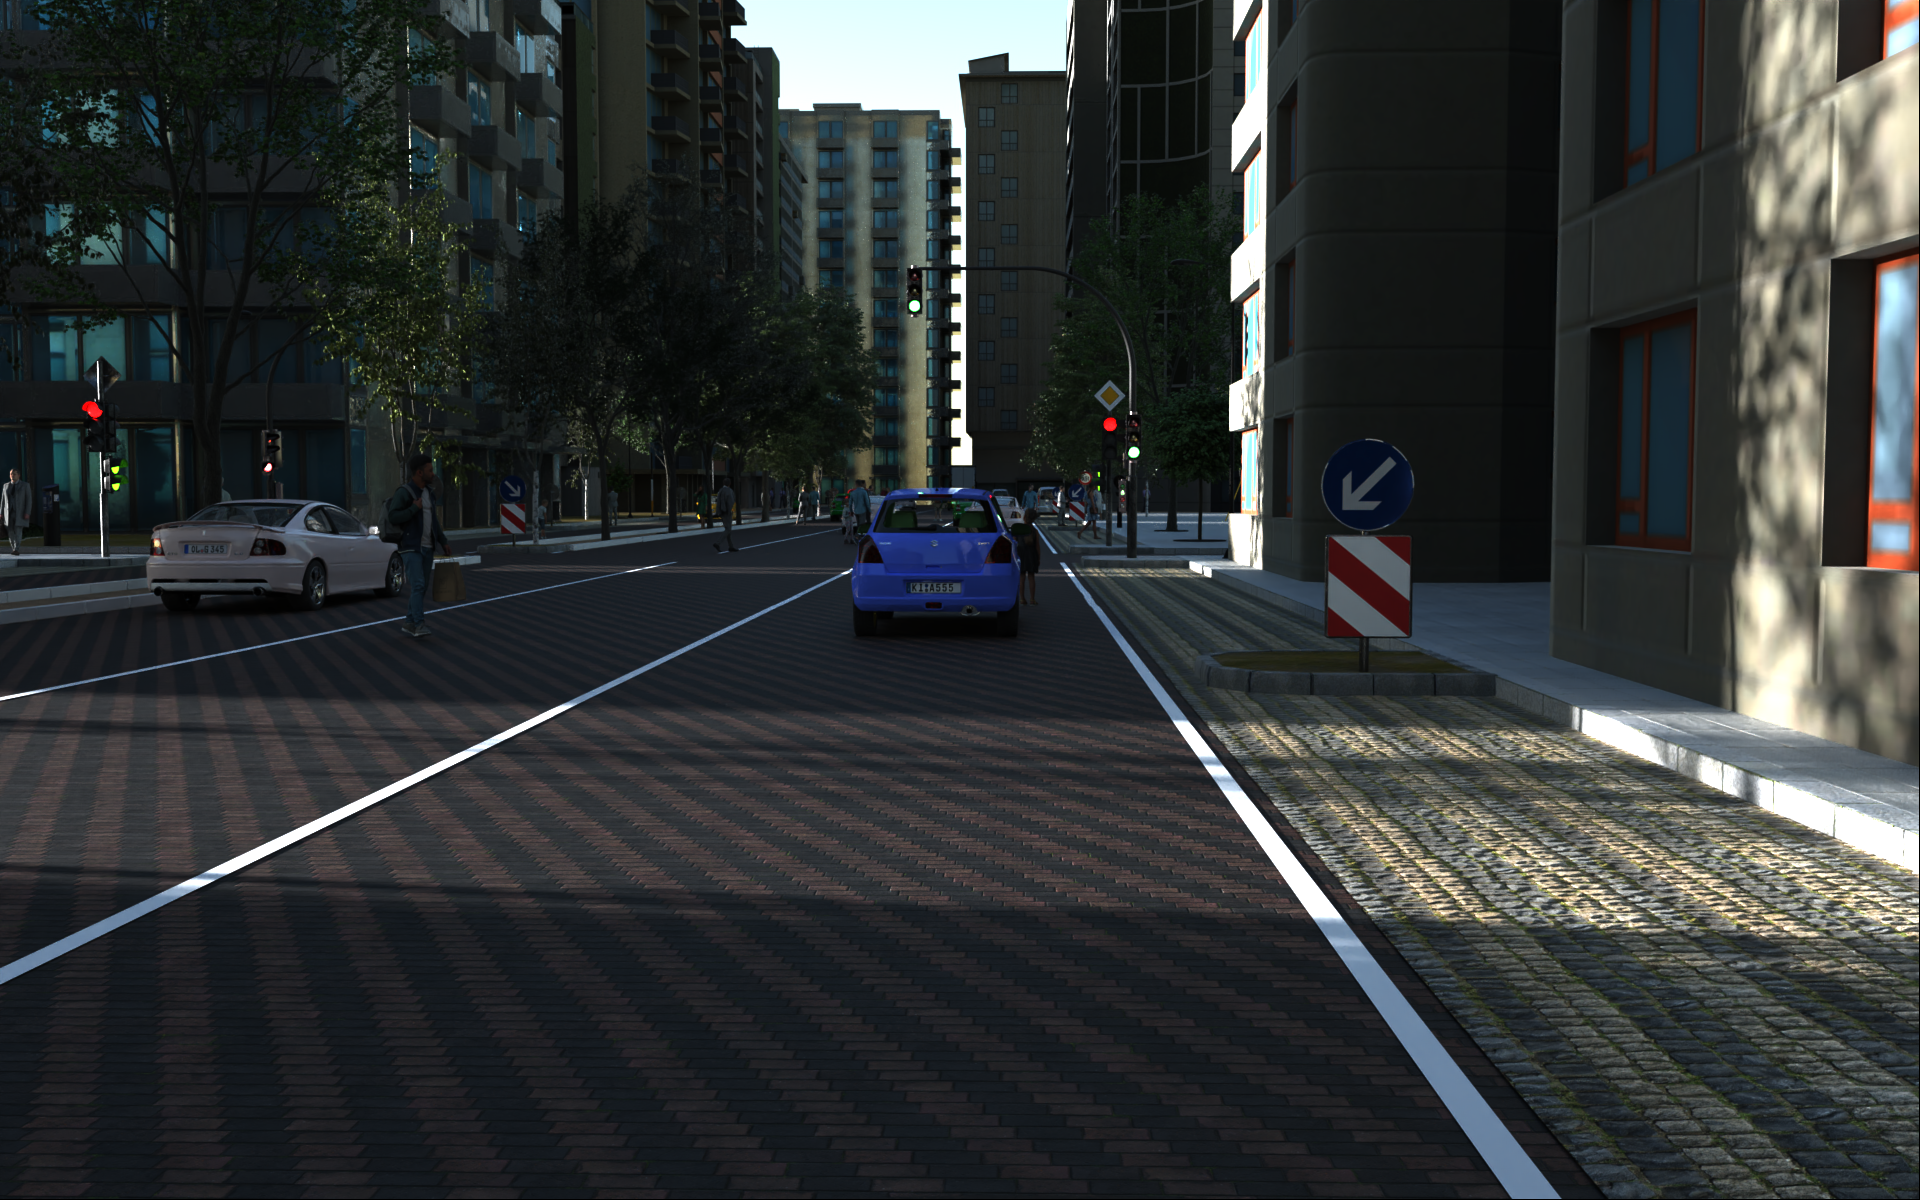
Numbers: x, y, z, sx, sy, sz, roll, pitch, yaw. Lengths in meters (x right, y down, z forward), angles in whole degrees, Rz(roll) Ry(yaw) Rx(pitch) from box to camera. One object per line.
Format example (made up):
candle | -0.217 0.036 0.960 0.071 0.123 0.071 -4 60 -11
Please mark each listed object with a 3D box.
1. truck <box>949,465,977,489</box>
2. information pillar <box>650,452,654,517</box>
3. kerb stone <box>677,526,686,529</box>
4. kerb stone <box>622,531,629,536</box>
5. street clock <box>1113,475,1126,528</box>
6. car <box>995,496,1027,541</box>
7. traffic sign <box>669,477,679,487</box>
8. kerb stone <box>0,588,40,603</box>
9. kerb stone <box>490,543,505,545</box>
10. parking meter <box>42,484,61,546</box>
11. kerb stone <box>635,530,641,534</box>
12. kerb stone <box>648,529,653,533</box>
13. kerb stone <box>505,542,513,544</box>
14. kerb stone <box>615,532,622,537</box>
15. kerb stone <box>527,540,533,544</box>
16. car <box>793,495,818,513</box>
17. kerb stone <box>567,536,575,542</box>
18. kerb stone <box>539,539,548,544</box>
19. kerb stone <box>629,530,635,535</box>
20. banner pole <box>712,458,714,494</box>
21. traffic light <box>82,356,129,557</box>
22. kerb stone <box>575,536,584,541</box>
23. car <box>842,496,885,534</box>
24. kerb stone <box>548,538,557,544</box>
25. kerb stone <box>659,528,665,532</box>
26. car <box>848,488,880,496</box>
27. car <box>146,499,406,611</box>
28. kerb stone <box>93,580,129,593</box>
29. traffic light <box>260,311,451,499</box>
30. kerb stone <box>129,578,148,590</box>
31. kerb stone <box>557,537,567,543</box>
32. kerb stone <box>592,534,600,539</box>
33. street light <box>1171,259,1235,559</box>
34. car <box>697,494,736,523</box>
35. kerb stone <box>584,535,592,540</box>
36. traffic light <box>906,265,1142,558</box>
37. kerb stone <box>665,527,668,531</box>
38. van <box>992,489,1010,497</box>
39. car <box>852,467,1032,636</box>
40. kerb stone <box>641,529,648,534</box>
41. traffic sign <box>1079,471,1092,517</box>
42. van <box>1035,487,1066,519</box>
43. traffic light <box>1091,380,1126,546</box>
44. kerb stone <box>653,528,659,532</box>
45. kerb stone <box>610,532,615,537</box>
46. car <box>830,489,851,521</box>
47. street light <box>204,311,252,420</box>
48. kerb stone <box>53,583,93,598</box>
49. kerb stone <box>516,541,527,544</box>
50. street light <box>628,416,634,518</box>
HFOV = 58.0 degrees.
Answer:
truck | 0.328 -11.235 172.610 2.839 4.237 11.283 0 3 0
information pillar | -17.349 -6.497 97.580 0.183 3.616 0.504 0 4 -6
kerb stone | -11.166 -2.854 68.852 0.120 0.150 1.000 0 4 2
kerb stone | -11.469 -2.227 58.605 0.120 0.150 1.000 0 4 2
street clock | 6.082 -3.756 65.975 0.471 2.002 0.358 1 4 11
car | 1.138 -2.558 54.179 2.083 1.381 4.827 0 4 3
traffic sign | -17.126 -6.210 103.666 0.606 2.300 0.079 0 4 8
kerb stone | -12.519 -0.061 23.191 0.120 0.150 1.000 0 4 2
kerb stone | -11.898 -1.349 44.259 0.120 0.150 1.000 0 4 2
parking meter | -22.339 -2.090 42.586 0.372 1.533 0.369 0 3 0
kerb stone | -11.411 -2.352 60.652 0.120 0.150 1.000 0 4 2
kerb stone | -11.352 -2.469 62.696 0.120 0.150 1.000 0 4 2
kerb stone | -11.868 -1.412 45.290 0.120 0.150 1.000 0 4 2
kerb stone | -11.502 -2.162 57.579 0.120 0.150 1.000 0 4 2
kerb stone | -11.816 -1.538 47.349 0.120 0.150 1.000 0 4 2
car | -11.823 -7.626 133.473 1.959 1.807 4.718 0 4 2
kerb stone | -11.683 -1.788 51.436 0.120 0.150 1.000 0 4 2
kerb stone | -11.768 -1.599 48.370 0.120 0.150 1.000 0 4 2
kerb stone | -11.442 -2.290 59.630 0.120 0.150 1.000 0 4 2
banner pole | -16.801 -7.824 117.935 0.401 3.779 0.863 -1 4 -13
traffic light | -17.430 -2.834 35.258 0.839 4.253 0.868 0 4 2
kerb stone | -11.655 -1.848 52.458 0.120 0.150 1.000 0 4 2
car | -3.242 -3.115 63.292 2.083 1.381 4.827 0 4 2
kerb stone | -11.743 -1.661 49.392 0.120 0.150 1.000 0 4 2
kerb stone | -11.289 -2.602 64.739 0.120 0.150 1.000 0 4 2
car | -6.212 -6.177 109.660 2.281 1.827 5.304 0 4 1
car | -8.783 -0.628 22.625 2.083 1.381 4.827 0 4 1
kerb stone | -12.459 -0.183 25.242 0.120 0.150 1.000 0 4 2
traffic light | -15.101 -4.192 43.213 4.771 5.953 1.251 0 4 2
kerb stone | -12.421 -0.246 26.266 0.120 0.150 1.000 0 4 2
kerb stone | -11.716 -1.726 50.414 0.120 0.150 1.000 0 4 2
kerb stone | -11.592 -1.976 54.507 0.120 0.150 1.000 0 4 2
street light | 4.860 -3.781 34.359 1.470 5.913 1.316 0 4 2
car | -12.192 -4.717 87.353 2.015 1.641 3.980 0 4 0
kerb stone | -11.628 -1.910 53.486 0.120 0.150 1.000 0 4 2
traffic light | 1.329 -3.664 34.579 4.771 5.953 1.251 0 4 2
kerb stone | -11.262 -2.661 65.780 0.120 0.150 1.000 0 4 2
van | 3.413 -8.494 145.884 2.013 2.044 4.112 0 4 2
car | -0.192 -0.560 18.752 1.945 1.707 3.694 0 4 2
kerb stone | -11.377 -2.415 61.674 0.120 0.150 1.000 0 4 2
traffic sign | 6.952 -5.871 96.099 0.768 2.556 0.104 0 4 5
van | 5.199 -5.721 100.545 2.013 2.044 4.112 0 4 1
traffic light | 3.658 -3.286 42.641 0.839 4.253 0.868 0 4 2
kerb stone | -11.323 -2.540 63.717 0.120 0.150 1.000 0 4 2
kerb stone | -11.526 -2.102 56.557 0.120 0.150 1.000 0 4 2
car | -5.876 -5.084 91.925 1.959 1.807 4.718 0 4 0
street light | -18.623 -4.371 43.999 1.470 5.913 1.316 0 4 2
kerb stone | -12.483 -0.123 24.212 0.120 0.150 1.000 0 4 2
kerb stone | -11.835 -1.475 46.312 0.120 0.150 1.000 0 4 2
street light | -17.215 -7.371 93.051 1.470 5.913 1.316 0 4 2
